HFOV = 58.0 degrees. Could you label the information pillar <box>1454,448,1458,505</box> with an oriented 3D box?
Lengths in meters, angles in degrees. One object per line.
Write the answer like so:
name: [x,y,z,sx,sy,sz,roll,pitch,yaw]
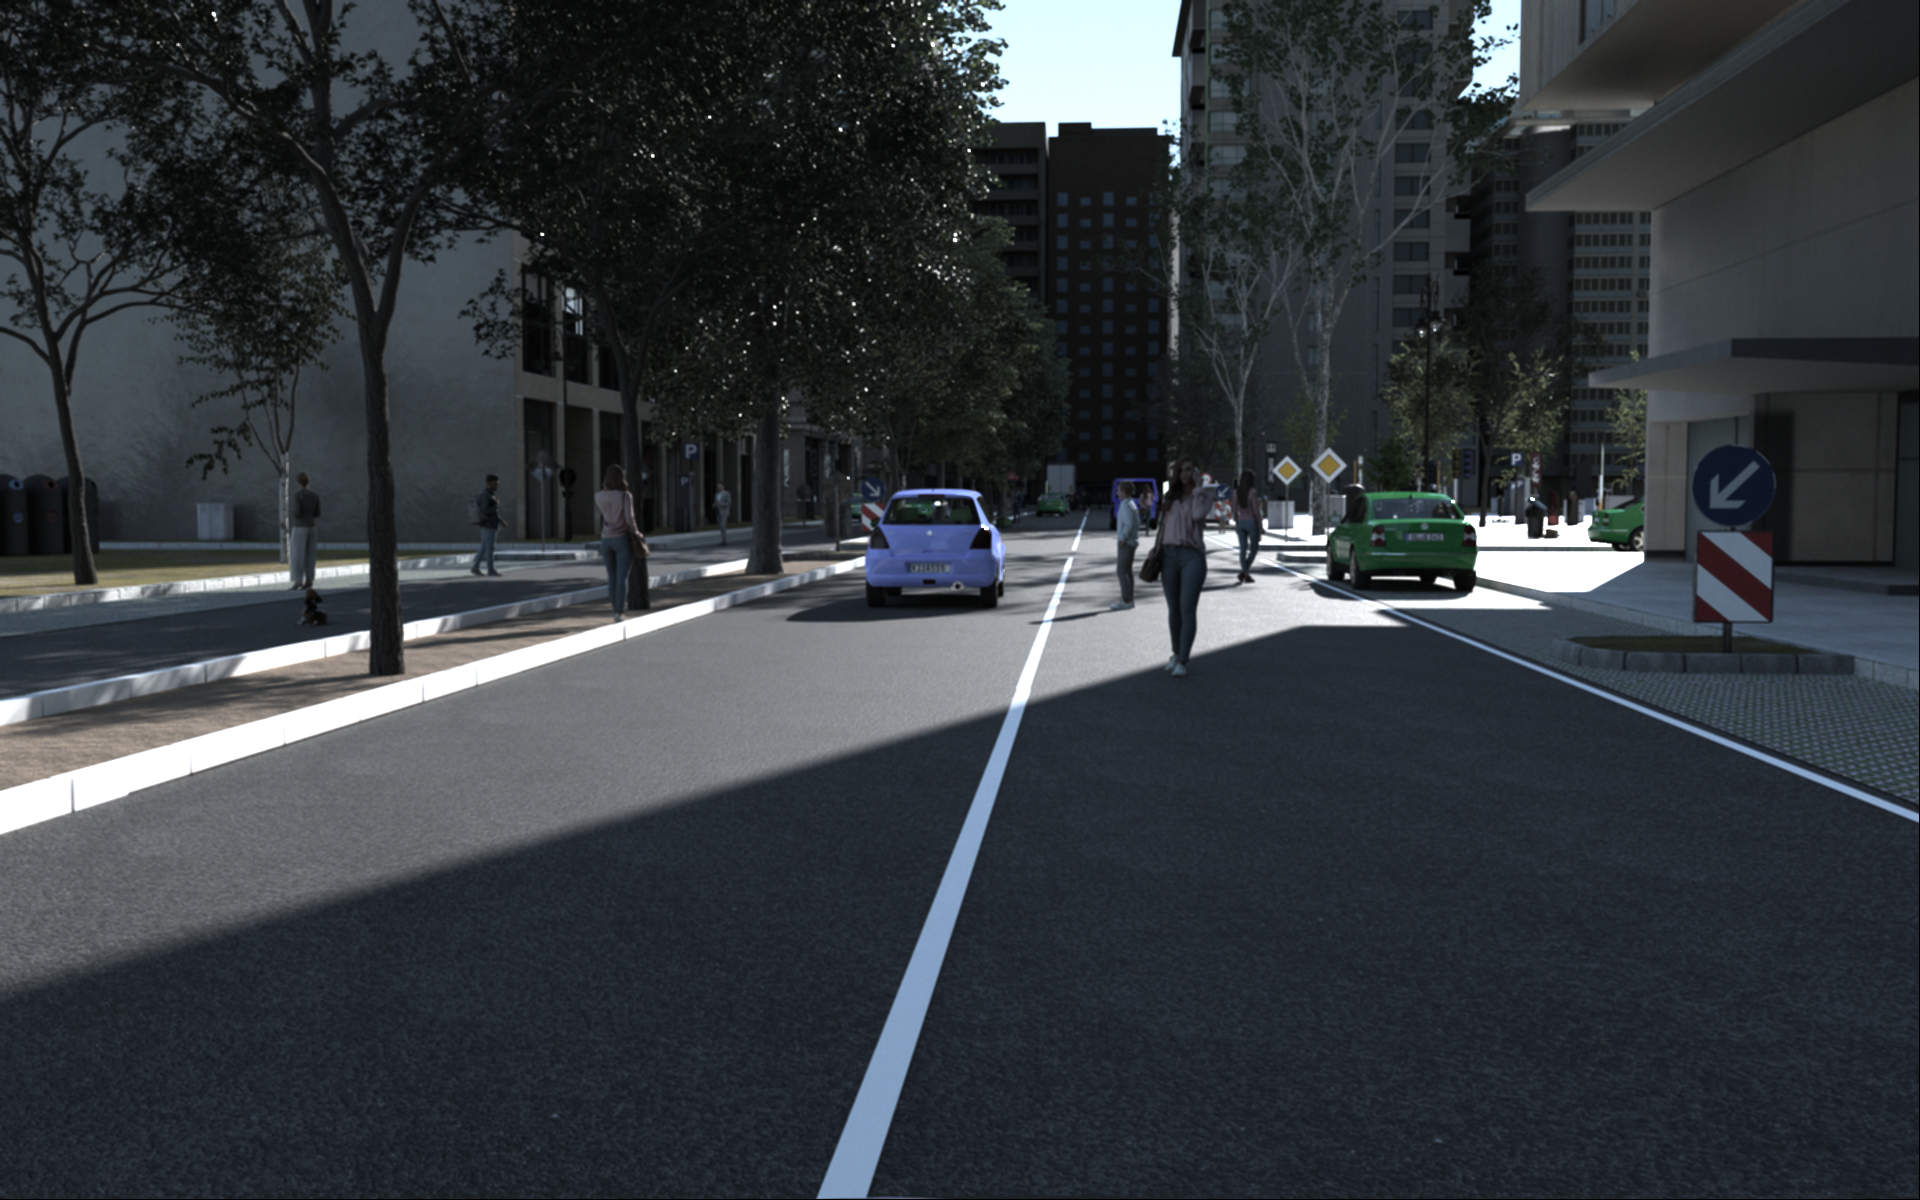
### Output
information pillar: [25.394,-5.957,88.752,0.183,3.616,0.504,0,4,8]

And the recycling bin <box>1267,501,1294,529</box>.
recycling bin: [11.795,-3.126,63.659,0.722,1.027,0.722,-3,5,-41]

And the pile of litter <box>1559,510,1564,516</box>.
pile of litter: [35.668,-5.391,102.113,1.719,0.858,1.176,0,4,7]

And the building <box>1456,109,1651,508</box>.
building: [63.046,-29.512,174.410,23.993,40.220,32.217,0,4,4]

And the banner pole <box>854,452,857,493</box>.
banner pole: [-6.234,-6.969,103.953,0.401,3.779,0.863,-1,4,-12]

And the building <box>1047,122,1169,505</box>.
building: [17.995,-34.336,211.500,14.200,45.320,14.600,0,4,4]

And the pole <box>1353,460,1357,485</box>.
pole: [23.577,-6.703,103.437,0.158,3.312,0.155,0,3,0]

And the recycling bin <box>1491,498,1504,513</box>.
recycling bin: [36.151,-6.346,116.311,0.722,1.027,0.722,-3,5,-41]

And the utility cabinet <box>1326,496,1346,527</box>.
utility cabinet: [14.374,-3.412,66.947,1.020,1.237,0.306,3,4,36]

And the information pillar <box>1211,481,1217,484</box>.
information pillar: [14.066,-5.597,95.999,0.304,2.012,0.304,2,4,26]

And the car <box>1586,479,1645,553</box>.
car: [17.415,-1.977,41.126,4.718,1.807,1.959,0,4,6]

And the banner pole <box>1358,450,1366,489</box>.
banner pole: [22.716,-6.597,97.883,0.863,3.779,0.401,-3,5,-42]

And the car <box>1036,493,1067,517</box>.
car: [5.859,-6.271,111.326,1.959,1.807,4.718,0,4,5]

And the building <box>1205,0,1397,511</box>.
building: [26.366,-27.782,137.837,14.154,41.232,14.086,0,4,4]

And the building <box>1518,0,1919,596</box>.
building: [23.111,-26.246,18.354,28.713,52.752,27.495,0,4,4]

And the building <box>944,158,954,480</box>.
building: [-7.751,-30.938,189.428,14.086,41.232,14.154,0,4,4]

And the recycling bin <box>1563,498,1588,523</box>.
recycling bin: [27.479,-3.972,77.491,0.722,1.027,0.722,0,4,-1]

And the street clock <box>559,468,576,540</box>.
street clock: [-10.979,-2.688,48.514,0.471,2.002,0.358,-1,4,-15]

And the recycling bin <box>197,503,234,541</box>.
recycling bin: [-20.377,-2.132,47.417,0.722,1.027,0.722,0,4,-2]

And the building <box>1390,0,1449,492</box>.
building: [30.944,-43.787,154.169,20.563,71.187,20.611,0,4,4]

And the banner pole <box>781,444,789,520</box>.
banner pole: [-8.655,-5.841,85.521,0.401,3.779,0.863,-3,4,-37]

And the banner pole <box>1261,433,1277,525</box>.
banner pole: [12.664,-4.976,71.371,0.863,3.779,0.401,-1,4,-10]

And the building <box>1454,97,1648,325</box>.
building: [69.049,-36.202,211.512,30.456,49.044,23.786,0,4,4]

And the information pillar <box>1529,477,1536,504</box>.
information pillar: [25.059,-4.374,76.000,0.304,2.012,0.304,0,4,-6]

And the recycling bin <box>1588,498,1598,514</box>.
recycling bin: [41.410,-6.166,113.360,0.722,1.027,0.722,-2,4,-34]

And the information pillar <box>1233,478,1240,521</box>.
information pillar: [13.041,-4.706,81.430,0.304,2.012,0.304,3,5,44]

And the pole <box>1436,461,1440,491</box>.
pole: [29.712,-6.960,107.635,0.158,3.312,0.155,0,3,0]

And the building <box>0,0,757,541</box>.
building: [-20.394,-15.888,64.286,19.350,26.468,34.151,0,4,4]

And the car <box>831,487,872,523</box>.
car: [-5.393,-4.759,86.613,1.959,1.807,4.718,0,4,6]

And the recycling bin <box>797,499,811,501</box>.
recycling bin: [-8.088,-4.780,90.714,0.722,1.027,0.722,-1,4,-20]

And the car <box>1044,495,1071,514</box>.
car: [7.067,-6.988,126.249,2.014,1.417,4.499,0,4,5]

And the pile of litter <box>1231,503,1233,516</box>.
pile of litter: [16.252,-5.453,103.127,1.719,0.858,1.176,-3,5,-41]

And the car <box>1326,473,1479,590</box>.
car: [6.834,-1.117,27.060,1.959,1.807,4.718,0,4,4]

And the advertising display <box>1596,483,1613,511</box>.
advertising display: [36.996,-5.766,99.483,0.123,1.923,0.974,-3,5,-41]

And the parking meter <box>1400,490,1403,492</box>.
parking meter: [28.137,-6.263,110.818,0.372,1.533,0.369,0,3,0]

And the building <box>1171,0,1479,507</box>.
building: [36.725,-36.061,178.833,28.713,52.752,27.495,0,4,4]

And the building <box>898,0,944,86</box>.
building: [-13.038,-32.958,162.572,21.300,48.544,21.600,0,4,4]

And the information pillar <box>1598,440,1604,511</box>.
information pillar: [27.945,-5.147,75.515,0.183,3.616,0.504,2,4,30]

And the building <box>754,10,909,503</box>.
building: [-16.193,-31.628,136.733,23.786,49.044,30.456,0,4,4]

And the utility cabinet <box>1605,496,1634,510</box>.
utility cabinet: [25.484,-3.413,66.963,1.020,1.237,0.306,0,4,1]

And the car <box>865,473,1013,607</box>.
car: [-0.275,-0.835,23.239,1.945,1.707,3.694,0,4,3]

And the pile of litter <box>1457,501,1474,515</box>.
pile of litter: [30.708,-5.601,105.541,1.719,0.858,1.176,-2,4,-31]

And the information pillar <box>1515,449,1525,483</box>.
information pillar: [29.196,-6.051,90.293,0.504,3.616,0.183,-1,4,-11]

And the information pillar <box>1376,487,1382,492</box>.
information pillar: [24.416,-5.901,100.970,0.304,2.012,0.304,1,4,11]

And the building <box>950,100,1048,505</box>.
building: [0.419,-36.243,216.274,21.600,48.544,21.300,0,4,4]

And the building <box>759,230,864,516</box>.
building: [-13.307,-15.313,101.271,10.553,20.767,40.483,0,4,4]

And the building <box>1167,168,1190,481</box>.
building: [32.321,-32.185,209.815,14.086,41.232,14.154,0,4,4]

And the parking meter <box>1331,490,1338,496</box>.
parking meter: [22.484,-5.847,104.007,0.372,1.533,0.369,0,3,0]

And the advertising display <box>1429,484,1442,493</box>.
advertising display: [30.131,-6.399,109.843,0.974,1.923,0.123,-1,4,-22]

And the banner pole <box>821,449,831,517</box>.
banner pole: [-7.440,-6.478,95.930,0.863,3.779,0.401,3,5,40]
